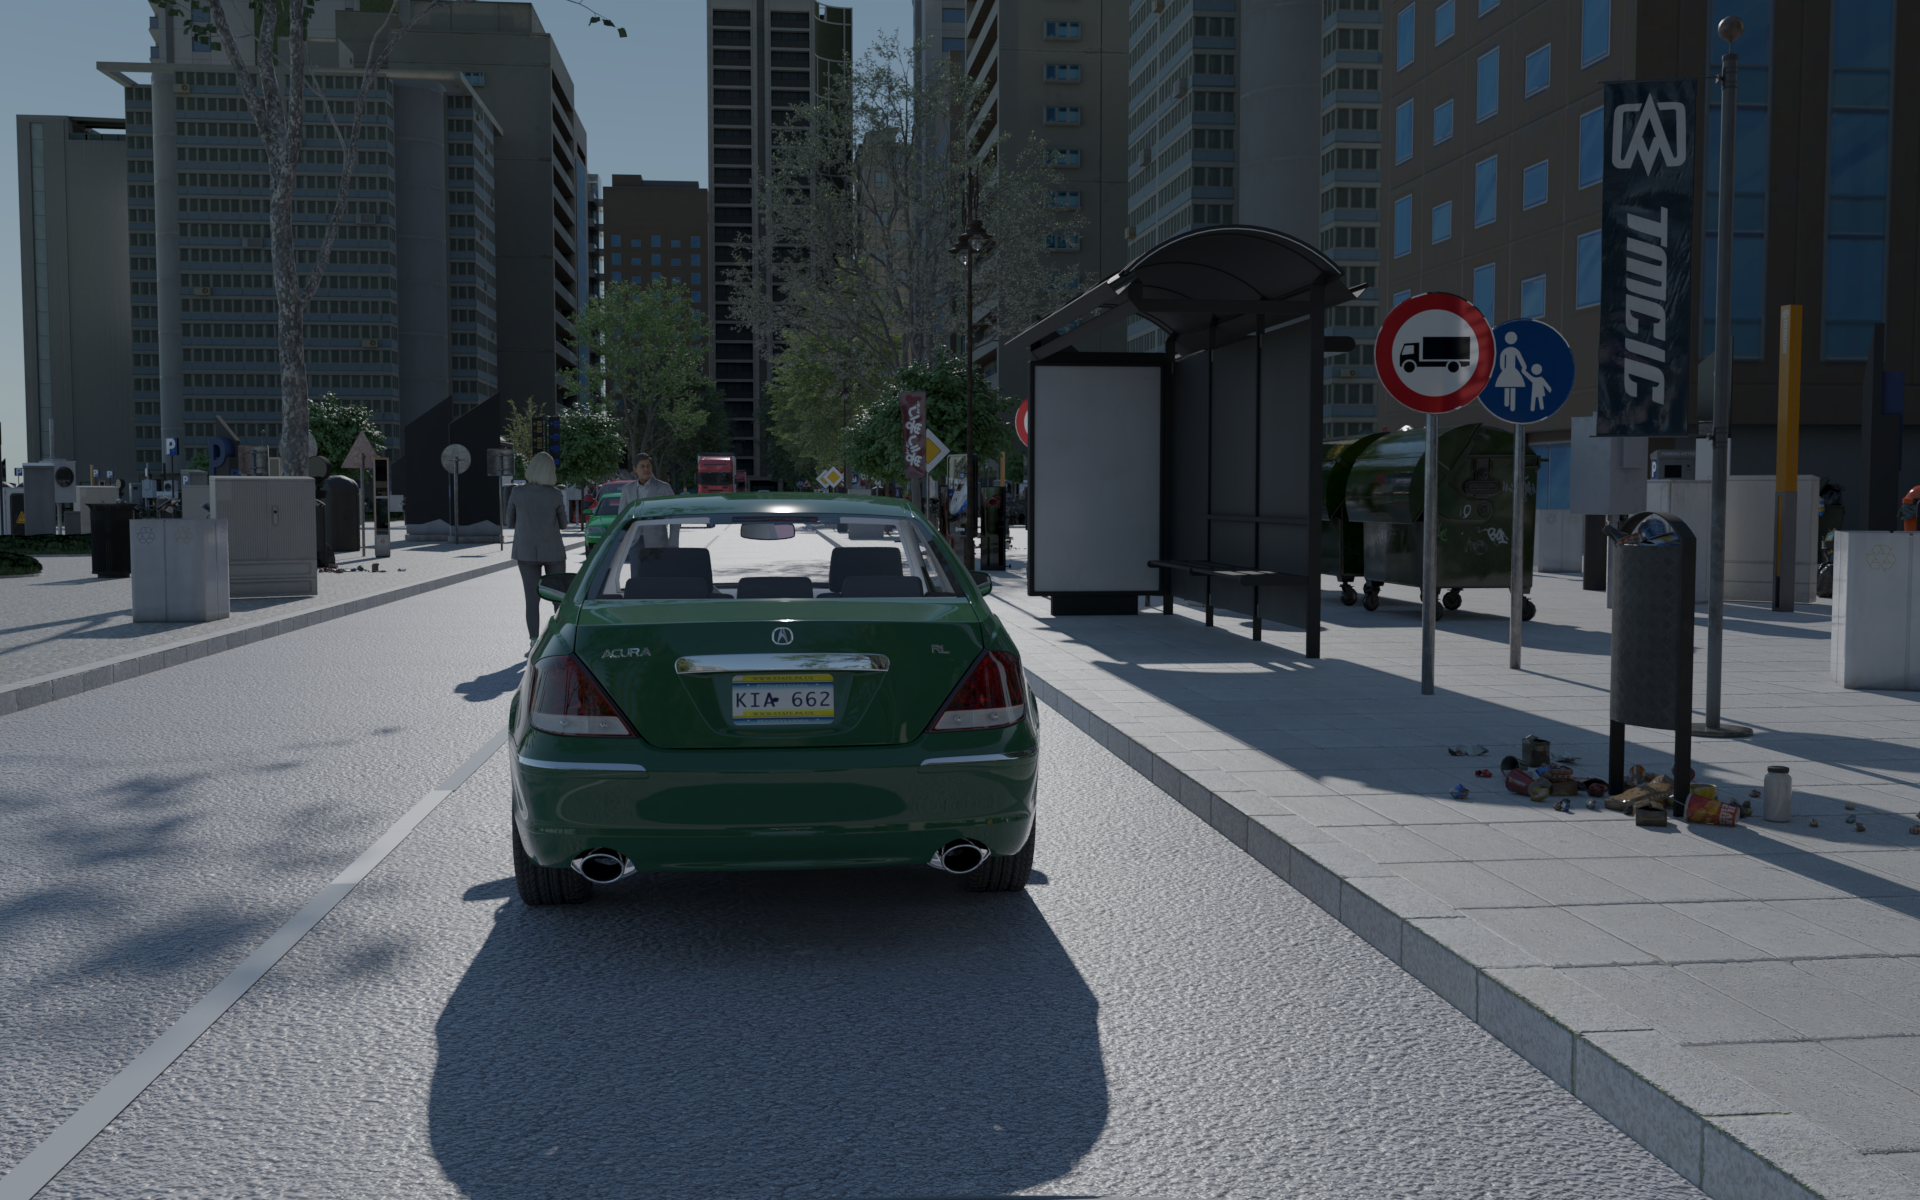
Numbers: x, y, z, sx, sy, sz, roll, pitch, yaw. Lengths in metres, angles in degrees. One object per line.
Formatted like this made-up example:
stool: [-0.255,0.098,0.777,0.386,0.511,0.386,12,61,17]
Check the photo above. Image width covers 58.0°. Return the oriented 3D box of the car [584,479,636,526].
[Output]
car: [-8.461,-2.201,44.654,2.281,1.827,5.304,0,4,-7]

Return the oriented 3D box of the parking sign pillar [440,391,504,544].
parking sign pillar: [-12.715,-3.481,45.379,1.447,3.967,1.447,-1,4,-21]

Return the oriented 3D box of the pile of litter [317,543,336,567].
pile of litter: [-11.636,-0.990,30.155,1.176,0.858,1.719,3,5,44]

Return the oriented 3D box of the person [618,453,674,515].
person: [-3.139,-0.562,17.536,0.661,1.843,0.795,1,4,8]

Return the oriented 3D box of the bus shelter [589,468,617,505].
bus shelter: [-19.747,-7.035,92.661,2.179,5.291,8.768,0,4,-6]

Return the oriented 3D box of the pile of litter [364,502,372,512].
pile of litter: [-33.083,-5.072,96.894,1.176,0.858,1.719,-3,5,-44]

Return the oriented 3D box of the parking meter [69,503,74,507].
parking meter: [-59.918,-6.803,116.944,0.399,1.863,0.255,0,4,5]

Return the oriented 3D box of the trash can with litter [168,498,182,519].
trash can with litter: [-21.340,-2.131,46.227,1.055,1.170,0.624,1,4,11]

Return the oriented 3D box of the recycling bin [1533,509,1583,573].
recycling bin: [9.796,-0.979,28.563,0.722,1.027,0.722,0,4,-1]

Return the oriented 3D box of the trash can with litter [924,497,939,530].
trash can with litter: [-1.106,-3.038,61.057,0.624,1.170,1.055,-1,4,-21]

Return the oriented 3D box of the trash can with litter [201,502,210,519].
trash can with litter: [-10.077,-0.786,24.239,1.055,1.170,0.624,0,4,-1]

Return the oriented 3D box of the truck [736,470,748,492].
truck: [-26.270,-13.078,202.743,2.839,4.237,11.283,0,4,-7]

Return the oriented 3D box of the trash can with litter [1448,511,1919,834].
trash can with litter: [2.879,0.218,7.496,1.678,1.210,2.233,-1,4,-8]

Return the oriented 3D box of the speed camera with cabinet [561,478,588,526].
speed camera with cabinet: [-15.879,-4.586,69.315,0.660,3.252,2.038,3,4,39]

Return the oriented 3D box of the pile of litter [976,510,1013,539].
pile of litter: [0.993,-2.207,50.046,1.176,0.858,1.719,1,4,10]

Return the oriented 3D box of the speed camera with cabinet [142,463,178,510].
speed camera with cabinet: [-50.940,-7.091,110.277,2.038,3.252,0.660,0,4,2]

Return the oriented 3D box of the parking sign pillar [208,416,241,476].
parking sign pillar: [-25.119,-4.325,59.187,1.447,3.967,1.447,3,4,38]

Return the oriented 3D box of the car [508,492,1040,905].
car: [-0.827,0.259,7.557,2.131,1.459,4.920,0,4,-7]

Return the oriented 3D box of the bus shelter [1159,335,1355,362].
bus shelter: [3.709,-3.029,27.160,2.179,5.291,8.768,0,4,-7]

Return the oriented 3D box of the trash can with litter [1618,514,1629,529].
trash can with litter: [11.036,-1.072,28.910,1.055,1.170,0.624,-3,5,-43]

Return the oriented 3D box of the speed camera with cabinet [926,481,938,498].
speed camera with cabinet: [-0.982,-6.717,104.155,2.038,3.252,0.660,0,4,4]

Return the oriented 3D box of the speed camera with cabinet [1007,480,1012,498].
speed camera with cabinet: [2.403,-7.217,112.336,2.038,3.252,0.660,-2,4,-34]

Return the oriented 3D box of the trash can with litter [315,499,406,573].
trash can with litter: [-10.267,-1.057,28.334,2.233,1.210,1.678,0,4,-7]

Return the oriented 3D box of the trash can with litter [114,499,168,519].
trash can with litter: [-19.299,-1.785,40.564,0.624,1.170,1.055,3,5,40]

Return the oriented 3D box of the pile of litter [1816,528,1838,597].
pile of litter: [11.277,-0.470,21.654,1.719,0.858,1.176,-3,5,-43]

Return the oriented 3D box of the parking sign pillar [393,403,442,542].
parking sign pillar: [-14.443,-3.597,47.291,1.447,3.967,1.447,0,4,-1]

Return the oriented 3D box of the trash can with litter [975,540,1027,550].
trash can with litter: [0.836,-1.831,40.990,1.678,1.210,2.233,0,4,-4]

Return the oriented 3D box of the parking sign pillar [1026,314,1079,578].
parking sign pillar: [1.728,-2.312,26.269,1.447,3.967,1.447,-2,4,-32]

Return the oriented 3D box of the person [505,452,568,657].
person: [-3.732,-0.406,15.321,0.537,1.800,0.526,0,4,-3]

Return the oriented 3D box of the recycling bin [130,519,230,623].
recycling bin: [-7.919,-0.309,17.602,0.722,1.027,0.722,0,4,-2]

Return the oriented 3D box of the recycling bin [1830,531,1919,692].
recycling bin: [6.275,0.060,11.575,0.722,1.027,0.722,1,4,19]

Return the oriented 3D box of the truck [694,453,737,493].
truck: [-16.785,-8.002,119.751,2.839,4.237,11.283,0,4,-7]

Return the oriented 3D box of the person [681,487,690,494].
person: [-14.905,-5.237,94.136,0.660,1.820,0.620,-2,4,-24]

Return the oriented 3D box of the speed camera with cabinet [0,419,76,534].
speed camera with cabinet: [-24.021,-3.094,44.924,0.660,3.252,2.038,2,4,26]

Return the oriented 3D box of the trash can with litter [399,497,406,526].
trash can with litter: [-22.127,-3.592,70.121,0.624,1.170,1.055,2,4,28]

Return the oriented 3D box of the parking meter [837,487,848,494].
parking meter: [-3.986,-3.076,58.704,0.372,1.533,0.369,0,3,0]

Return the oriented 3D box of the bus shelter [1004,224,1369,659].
bus shelter: [1.775,-1.337,15.776,2.014,3.302,5.546,0,4,-6]

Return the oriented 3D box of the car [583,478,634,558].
car: [-7.408,-1.842,38.916,1.959,1.807,4.718,0,4,-7]

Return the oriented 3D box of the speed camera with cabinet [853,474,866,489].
speed camera with cabinet: [-5.511,-6.905,107.232,2.038,3.252,0.660,0,4,4]

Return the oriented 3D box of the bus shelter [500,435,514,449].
bus shelter: [-14.886,-3.575,52.381,2.014,3.302,5.546,0,4,-6]

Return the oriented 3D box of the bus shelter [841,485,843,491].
bus shelter: [-9.081,-8.912,139.626,2.014,3.302,5.546,0,4,-7]

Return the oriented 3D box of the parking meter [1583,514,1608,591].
parking meter: [8.523,-0.899,23.114,0.372,1.533,0.369,0,3,0]

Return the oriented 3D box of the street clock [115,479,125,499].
street clock: [-40.131,-4.786,82.821,0.471,2.002,0.358,2,4,34]

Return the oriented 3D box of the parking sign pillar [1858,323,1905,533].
parking sign pillar: [14.840,-2.414,27.941,1.447,3.967,1.447,1,4,21]

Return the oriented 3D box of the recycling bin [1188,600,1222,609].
recycling bin: [3.084,-0.440,19.754,0.722,1.027,0.722,-2,4,-27]

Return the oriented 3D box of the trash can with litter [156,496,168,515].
trash can with litter: [-32.192,-3.634,70.479,2.233,1.210,1.678,1,4,13]

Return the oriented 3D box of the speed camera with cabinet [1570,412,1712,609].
speed camera with cabinet: [7.906,-1.567,19.950,2.038,3.252,0.660,-2,4,-33]

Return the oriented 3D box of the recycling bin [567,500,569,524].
recycling bin: [-17.010,-3.706,73.154,0.722,1.027,0.722,2,4,24]
